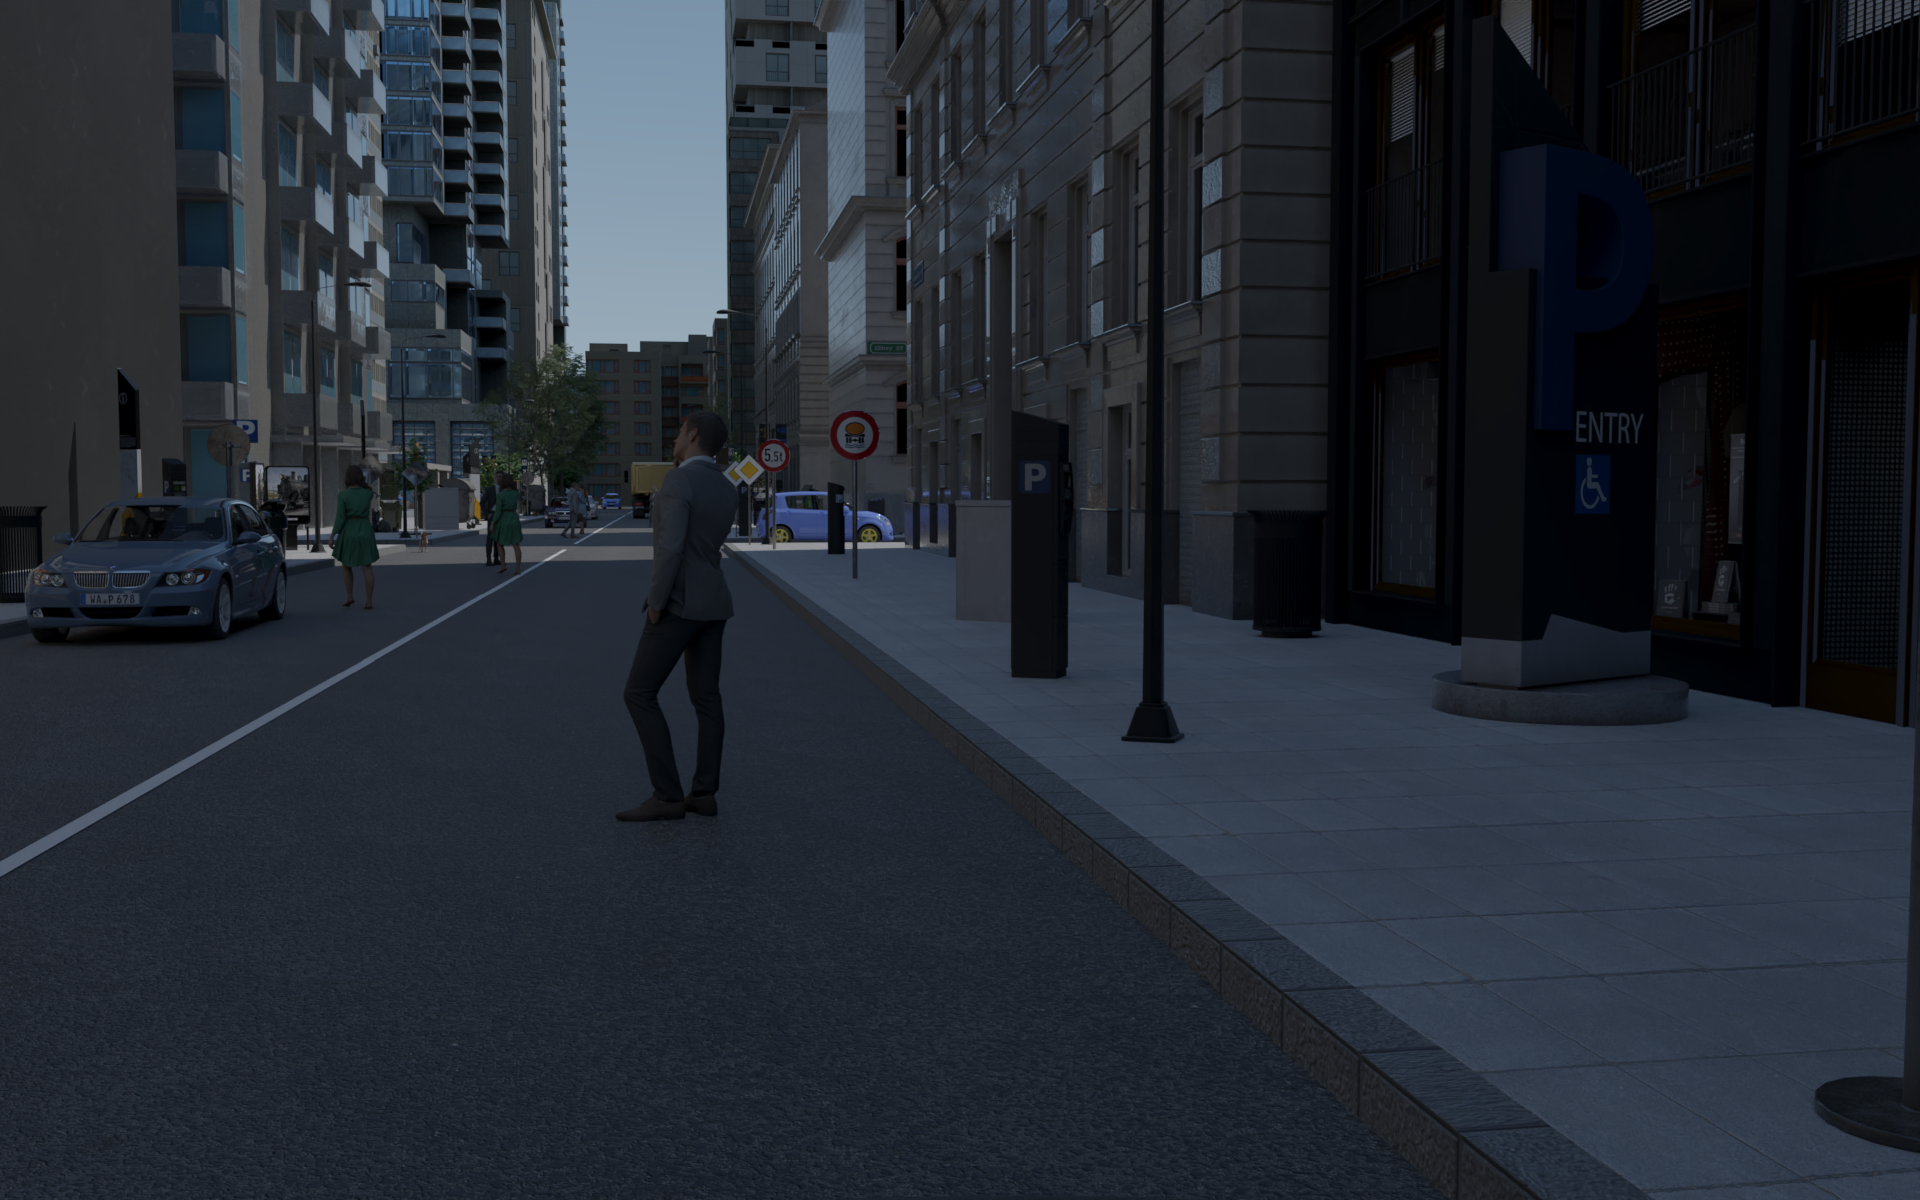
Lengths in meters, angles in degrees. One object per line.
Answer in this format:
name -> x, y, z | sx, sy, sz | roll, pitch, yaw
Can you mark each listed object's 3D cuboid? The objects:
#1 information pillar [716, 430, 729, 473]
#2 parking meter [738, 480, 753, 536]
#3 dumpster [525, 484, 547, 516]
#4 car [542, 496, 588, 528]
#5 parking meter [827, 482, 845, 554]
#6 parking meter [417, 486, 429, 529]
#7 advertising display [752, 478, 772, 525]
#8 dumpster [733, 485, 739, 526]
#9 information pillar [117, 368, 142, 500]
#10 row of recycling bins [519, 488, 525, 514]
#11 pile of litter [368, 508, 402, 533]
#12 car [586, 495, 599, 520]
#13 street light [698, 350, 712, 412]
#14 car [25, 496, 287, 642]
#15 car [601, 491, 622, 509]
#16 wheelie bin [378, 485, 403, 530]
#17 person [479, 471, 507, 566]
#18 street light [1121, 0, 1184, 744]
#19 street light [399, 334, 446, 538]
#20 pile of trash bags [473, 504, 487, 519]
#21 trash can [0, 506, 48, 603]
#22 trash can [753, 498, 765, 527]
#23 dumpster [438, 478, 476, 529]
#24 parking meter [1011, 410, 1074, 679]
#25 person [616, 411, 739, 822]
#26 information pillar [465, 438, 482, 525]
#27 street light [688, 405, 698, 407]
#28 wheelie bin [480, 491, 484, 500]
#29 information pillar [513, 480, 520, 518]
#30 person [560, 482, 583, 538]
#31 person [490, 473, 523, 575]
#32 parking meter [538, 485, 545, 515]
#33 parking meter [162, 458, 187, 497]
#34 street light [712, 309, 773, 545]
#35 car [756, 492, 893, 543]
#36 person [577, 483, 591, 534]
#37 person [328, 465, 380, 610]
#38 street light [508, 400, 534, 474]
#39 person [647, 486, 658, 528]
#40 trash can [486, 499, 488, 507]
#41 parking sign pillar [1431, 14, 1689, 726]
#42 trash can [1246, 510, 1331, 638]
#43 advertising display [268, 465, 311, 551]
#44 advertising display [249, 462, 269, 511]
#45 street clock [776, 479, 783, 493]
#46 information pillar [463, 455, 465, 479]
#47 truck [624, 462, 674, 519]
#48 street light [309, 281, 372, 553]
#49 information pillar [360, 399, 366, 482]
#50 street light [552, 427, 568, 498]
information pillar -> -8.664, -4.398, 63.254 | 0.504, 3.616, 0.183 | 0, 4, 0
parking meter -> -6.531, -2.878, 52.769 | 0.399, 1.863, 0.255 | 0, 4, 7
dumpster -> -25.330, -5.964, 103.272 | 1.264, 1.857, 1.865 | -1, 4, -10
car -> -16.941, -3.786, 74.488 | 1.945, 1.354, 3.894 | -1, 4, -11
parking meter -> -2.639, -1.744, 36.931 | 0.372, 1.533, 0.369 | 0, 3, 0
parking meter -> -19.851, -3.568, 64.051 | 0.255, 1.863, 0.399 | 3, 5, 42
advertising display -> -8.021, -4.019, 70.930 | 0.974, 1.923, 0.123 | -1, 4, -22
dumpster -> -9.197, -3.834, 68.440 | 1.264, 1.857, 1.865 | -1, 4, -10
information pillar -> -15.449, -2.501, 32.240 | 0.504, 3.616, 0.183 | 2, 4, 26
row of recycling bins -> -28.924, -6.350, 110.938 | 1.069, 1.692, 3.534 | 1, 4, 22
pile of litter -> -19.532, -2.681, 57.796 | 1.719, 0.858, 1.176 | 1, 4, 14
car -> -21.425, -5.225, 97.791 | 2.083, 1.381, 4.827 | -1, 4, -10
street light -> -7.597, -5.102, 55.952 | 1.470, 5.913, 1.316 | -1, 4, -10
car -> -8.369, -0.390, 18.384 | 2.014, 1.417, 4.499 | -1, 4, -10
car -> -33.038, -9.470, 164.428 | 1.945, 1.707, 3.694 | -1, 4, -9
wheelie bin -> -20.540, -3.341, 62.534 | 0.980, 1.594, 0.693 | 0, 4, -1
person -> -9.271, -1.646, 34.773 | 0.474, 1.900, 0.648 | 3, 5, 40
street light -> 0.476, -2.218, 8.808 | 1.470, 5.913, 1.316 | -1, 4, -10
street light -> -15.601, -4.755, 50.289 | 1.470, 5.913, 1.316 | -1, 4, -10
pile of trash bags -> -25.495, -4.731, 87.101 | 1.912, 1.369, 3.447 | 3, 5, 44
trash can -> -11.222, -0.544, 20.544 | 0.748, 1.137, 0.748 | 0, 3, 0
trash can -> -7.625, -3.364, 66.647 | 0.748, 1.137, 0.748 | 0, 3, 0
dumpster -> -18.446, -3.527, 63.432 | 1.264, 1.857, 1.865 | -1, 4, -10
parking meter -> 0.573, -0.391, 12.108 | 0.399, 1.863, 0.255 | 1, 4, 20
person -> -1.246, 0.059, 7.709 | 0.473, 1.802, 0.592 | 3, 4, 39
information pillar -> -20.065, -4.910, 71.627 | 0.183, 3.616, 0.504 | 3, 4, 36
street light -> -13.492, -7.211, 90.447 | 1.470, 5.913, 1.316 | -1, 4, -10
wheelie bin -> -26.258, -5.290, 94.407 | 0.980, 1.594, 0.693 | 3, 5, 45
information pillar -> -23.693, -5.377, 92.412 | 0.304, 2.012, 0.304 | 0, 4, 0
person -> -12.603, -2.929, 56.503 | 0.853, 1.813, 0.709 | -3, 4, -38
person -> -8.001, -1.341, 30.668 | 0.529, 1.795, 0.600 | 3, 4, 36
parking meter -> -25.547, -6.119, 105.755 | 0.399, 1.863, 0.255 | 2, 4, 30
parking meter -> -12.776, -1.376, 28.209 | 0.399, 1.863, 0.255 | 3, 5, 43
street light -> -5.428, -4.357, 43.783 | 1.470, 5.913, 1.316 | -1, 4, -10
car -> -3.657, -2.284, 46.932 | 3.694, 1.707, 1.945 | -1, 4, -11
person -> -13.518, -3.272, 62.092 | 0.616, 1.811, 0.778 | -2, 4, -26
person -> -7.511, -0.782, 21.538 | 0.529, 1.795, 0.600 | 3, 5, 42
street light -> -21.645, -6.895, 85.278 | 1.470, 5.913, 1.316 | -1, 4, -10
person -> -13.071, -3.999, 74.065 | 0.537, 1.800, 0.526 | 2, 4, 30
trash can -> -29.411, -5.862, 107.491 | 0.748, 1.137, 0.748 | 0, 3, 0
parking sign pillar -> 3.549, -1.327, 10.174 | 1.447, 3.967, 1.447 | -3, 4, -37
trash can -> 2.947, -0.240, 15.583 | 0.748, 1.137, 0.748 | 0, 3, 0
advertising display -> -15.260, -2.086, 39.326 | 0.974, 1.923, 0.123 | -3, 4, -38
advertising display -> -14.260, -1.833, 35.177 | 0.123, 1.923, 0.974 | -1, 4, -12
street clock -> -8.927, -4.947, 85.450 | 0.358, 2.002, 0.471 | 1, 4, 18
information pillar -> -25.584, -6.038, 90.075 | 0.504, 3.616, 0.183 | 0, 4, -8
truck -> -18.493, -6.641, 104.502 | 3.469, 3.379, 9.791 | -1, 4, -11
street light -> -13.538, -3.996, 37.870 | 1.470, 5.913, 1.316 | -1, 4, -10
information pillar -> -14.717, -3.144, 42.753 | 0.183, 3.616, 0.504 | -1, 4, -22
street light -> -27.619, -9.001, 119.699 | 1.470, 5.913, 1.316 | -1, 4, -10
